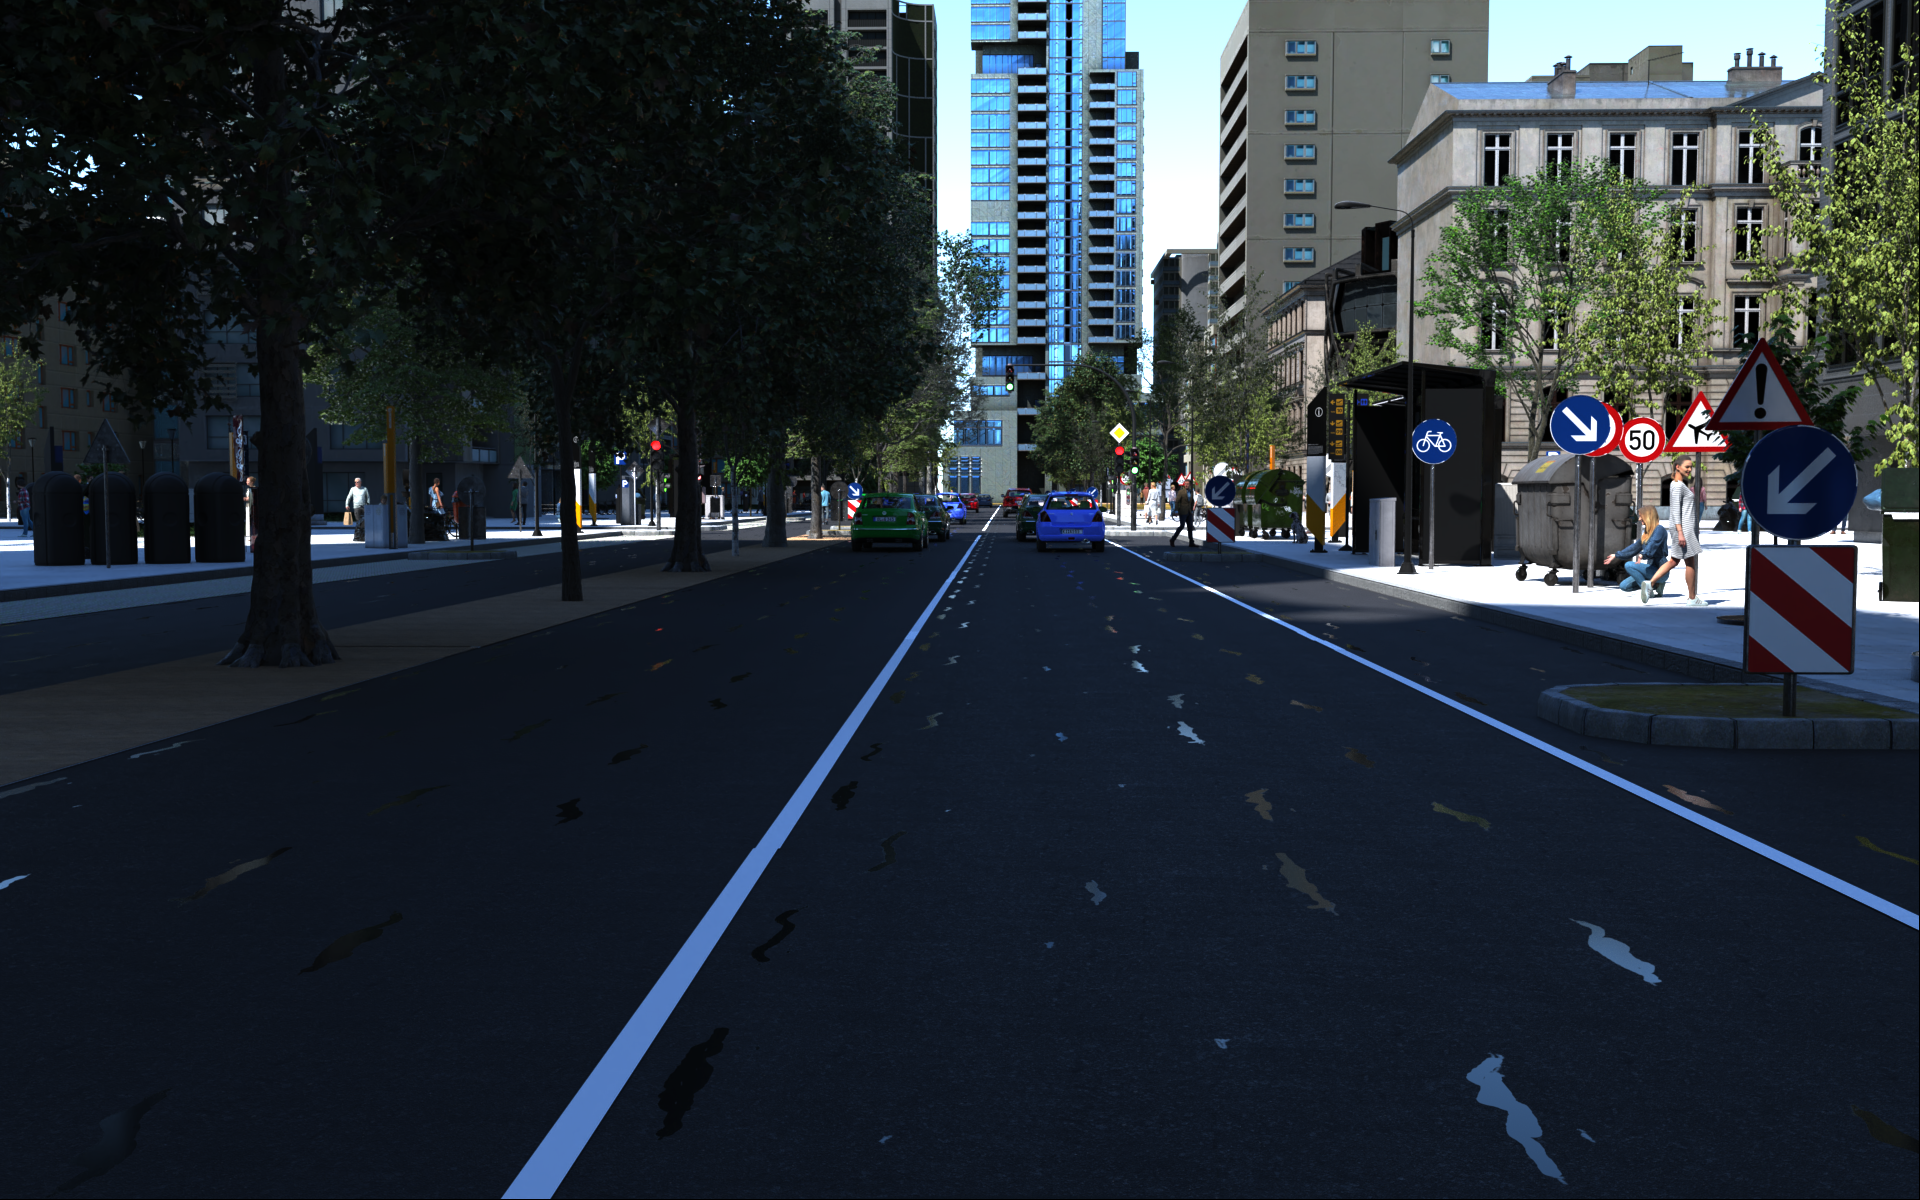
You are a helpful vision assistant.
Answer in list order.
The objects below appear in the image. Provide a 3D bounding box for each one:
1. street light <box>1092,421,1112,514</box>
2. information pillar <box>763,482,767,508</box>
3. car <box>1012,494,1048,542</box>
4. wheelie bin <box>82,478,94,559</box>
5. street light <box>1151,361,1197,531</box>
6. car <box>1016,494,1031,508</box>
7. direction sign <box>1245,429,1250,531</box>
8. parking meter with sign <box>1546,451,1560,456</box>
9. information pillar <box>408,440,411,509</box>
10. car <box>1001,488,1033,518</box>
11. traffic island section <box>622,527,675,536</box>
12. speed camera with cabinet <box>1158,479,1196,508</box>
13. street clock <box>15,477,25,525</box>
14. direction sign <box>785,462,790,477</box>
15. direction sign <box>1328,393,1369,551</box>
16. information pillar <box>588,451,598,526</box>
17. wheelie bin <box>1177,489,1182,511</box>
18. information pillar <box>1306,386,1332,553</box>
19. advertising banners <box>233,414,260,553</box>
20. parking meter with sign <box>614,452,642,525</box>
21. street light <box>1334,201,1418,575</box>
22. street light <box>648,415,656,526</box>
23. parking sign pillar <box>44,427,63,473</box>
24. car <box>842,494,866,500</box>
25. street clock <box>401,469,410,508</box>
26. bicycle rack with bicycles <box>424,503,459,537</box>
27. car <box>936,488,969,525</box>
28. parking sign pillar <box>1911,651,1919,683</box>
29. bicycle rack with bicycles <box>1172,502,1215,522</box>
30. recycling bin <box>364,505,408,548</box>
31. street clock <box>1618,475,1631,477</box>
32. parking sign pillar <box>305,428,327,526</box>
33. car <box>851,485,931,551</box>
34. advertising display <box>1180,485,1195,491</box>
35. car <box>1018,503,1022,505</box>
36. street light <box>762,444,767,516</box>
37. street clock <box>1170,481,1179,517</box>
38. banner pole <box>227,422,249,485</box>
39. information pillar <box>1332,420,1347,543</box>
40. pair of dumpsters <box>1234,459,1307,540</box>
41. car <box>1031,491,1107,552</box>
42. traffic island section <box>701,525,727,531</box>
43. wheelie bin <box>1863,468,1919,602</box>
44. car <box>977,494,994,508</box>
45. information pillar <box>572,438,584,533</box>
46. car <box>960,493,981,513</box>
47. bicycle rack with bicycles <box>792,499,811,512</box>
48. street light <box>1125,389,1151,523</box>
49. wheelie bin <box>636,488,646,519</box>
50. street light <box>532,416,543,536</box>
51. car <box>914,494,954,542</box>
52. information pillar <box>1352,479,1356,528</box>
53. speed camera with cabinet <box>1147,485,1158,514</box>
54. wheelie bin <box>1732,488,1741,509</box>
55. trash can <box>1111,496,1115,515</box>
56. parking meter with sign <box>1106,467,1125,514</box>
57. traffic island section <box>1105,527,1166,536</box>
[{"bbox_3d":[9.051,-8.396,109.819,1.470,5.913,1.316,0,4,2],"label":"street light"},{"bbox_3d":[-12.990,-7.623,115.991,0.504,3.616,0.183,-3,4,-38],"label":"information pillar"},{"bbox_3d":[2.674,-2.565,53.731,2.131,1.459,4.920,0,4,1],"label":"car"},{"bbox_3d":[-17.194,-1.625,34.472,0.693,1.594,0.980,-1,4,-20],"label":"wheelie bin"},{"bbox_3d":[7.554,-5.374,60.408,1.470,5.913,1.316,0,4,2],"label":"street light"},{"bbox_3d":[4.141,-5.278,96.522,2.015,1.641,3.980,0,4,1],"label":"car"},{"bbox_3d":[10.035,-4.191,60.528,0.379,3.537,0.876,0,4,4],"label":"direction sign"},{"bbox_3d":[24.485,-4.589,71.293,0.543,3.016,1.738,2,4,25],"label":"parking meter with sign"},{"bbox_3d":[-19.557,-4.333,62.197,0.504,3.616,0.183,1,4,9],"label":"information pillar"},{"bbox_3d":[3.676,-6.037,107.376,2.281,1.827,5.304,0,4,1],"label":"car"},{"bbox_3d":[-10.646,-2.374,61.093,2.009,0.180,2.903,0,4,2],"label":"traffic island section"},{"bbox_3d":[13.161,-6.741,104.544,2.038,3.252,0.660,0,4,-2],"label":"speed camera with cabinet"},{"bbox_3d":[-38.815,-4.097,71.548,0.471,2.002,0.358,3,5,44],"label":"street clock"},{"bbox_3d":[-12.310,-7.885,120.921,0.876,3.537,0.379,-1,4,-19],"label":"direction sign"},{"bbox_3d":[8.759,-2.881,39.105,0.876,3.537,0.379,1,4,9],"label":"direction sign"},{"bbox_3d":[-14.742,-4.779,69.485,0.183,3.616,0.504,-3,4,-38],"label":"information pillar"},{"bbox_3d":[13.127,-5.764,102.156,0.693,1.594,0.980,-1,4,-14],"label":"wheelie bin"},{"bbox_3d":[7.806,-2.846,37.891,0.183,3.616,0.504,-3,4,-38],"label":"information pillar"},{"bbox_3d":[-15.326,-2.535,37.628,2.074,3.025,0.090,3,5,45],"label":"advertising banners"},{"bbox_3d":[-13.711,-4.614,71.696,0.543,3.016,1.738,1,4,11],"label":"parking meter with sign"},{"bbox_3d":[6.633,-3.368,27.605,1.470,5.913,1.316,0,4,2],"label":"street light"},{"bbox_3d":[-11.769,-5.901,69.019,1.470,5.913,1.316,0,4,2],"label":"street light"},{"bbox_3d":[-36.539,-4.976,69.830,1.447,3.967,1.447,-3,4,-38],"label":"parking sign pillar"},{"bbox_3d":[-5.825,-5.356,96.360,1.959,1.807,4.718,0,4,3],"label":"car"},{"bbox_3d":[-16.118,-2.811,50.524,0.358,2.002,0.471,-1,4,-20],"label":"street clock"},{"bbox_3d":[-15.817,-2.383,52.349,2.925,0.926,2.852,3,4,38],"label":"bicycle rack with bicycles"},{"bbox_3d":[-0.571,-4.473,82.717,1.945,1.707,3.694,0,4,3],"label":"car"},{"bbox_3d":[7.225,-1.411,11.542,1.447,3.967,1.447,-1,4,-19],"label":"parking sign pillar"},{"bbox_3d":[11.215,-4.072,79.958,2.925,0.926,2.852,0,4,-6],"label":"bicycle rack with bicycles"},{"bbox_3d":[-13.674,-1.756,41.263,0.722,1.027,0.722,2,4,32],"label":"recycling bin"},{"bbox_3d":[23.293,-3.436,60.746,0.358,2.002,0.471,-1,4,-19],"label":"street clock"},{"bbox_3d":[-26.782,-5.053,71.090,1.447,3.967,1.447,2,4,26],"label":"parking sign pillar"},{"bbox_3d":[-1.770,-2.195,44.680,1.959,1.807,4.718,0,4,2],"label":"car"},{"bbox_3d":[14.022,-6.211,106.760,0.974,1.923,0.123,2,4,31],"label":"advertising display"},{"bbox_3d":[3.864,-4.396,84.236,2.083,1.381,4.827,0,4,1],"label":"car"},{"bbox_3d":[-10.911,-7.907,101.824,1.470,5.913,1.316,0,4,2],"label":"street light"},{"bbox_3d":[12.250,-5.771,98.922,0.471,2.002,0.358,0,4,-1],"label":"street clock"},{"bbox_3d":[-25.157,-4.299,60.304,0.863,3.779,0.401,0,4,-5],"label":"banner pole"},{"bbox_3d":[9.972,-3.322,45.676,0.504,3.616,0.183,-2,4,-33],"label":"information pillar"},{"bbox_3d":[9.004,-2.924,50.304,1.574,2.255,4.437,0,4,2],"label":"pair of dumpsters"},{"bbox_3d":[2.793,-2.115,44.172,1.945,1.707,3.694,0,4,2],"label":"car"},{"bbox_3d":[-10.423,-2.862,69.075,2.009,0.180,2.903,0,4,2],"label":"traffic island section"},{"bbox_3d":[11.366,-0.787,20.774,0.980,1.594,0.693,2,4,27],"label":"wheelie bin"},{"bbox_3d":[2.535,-10.428,182.491,2.014,1.417,4.499,0,4,2],"label":"car"},{"bbox_3d":[-12.645,-4.014,56.990,0.504,3.616,0.183,2,4,31],"label":"information pillar"},{"bbox_3d":[0.543,-7.551,132.496,2.155,1.783,4.494,0,4,0],"label":"car"},{"bbox_3d":[-12.063,-6.717,123.199,2.925,0.926,2.852,-3,5,-41],"label":"bicycle rack with bicycles"},{"bbox_3d":[7.904,-6.390,77.022,1.470,5.913,1.316,0,4,2],"label":"street light"},{"bbox_3d":[-16.323,-4.899,88.013,0.693,1.594,0.980,-1,4,-17],"label":"wheelie bin"},{"bbox_3d":[-12.289,-4.882,52.368,1.470,5.913,1.316,0,4,2],"label":"street light"},{"bbox_3d":[-1.274,-2.554,53.552,2.131,1.459,4.920,0,4,2],"label":"car"},{"bbox_3d":[12.478,-3.045,54.286,0.304,2.012,0.304,2,4,28],"label":"information pillar"},{"bbox_3d":[12.629,-7.139,111.057,0.660,3.252,2.038,2,4,35],"label":"speed camera with cabinet"},{"bbox_3d":[32.377,-3.897,71.630,0.693,1.594,0.980,-2,4,-27],"label":"wheelie bin"},{"bbox_3d":[9.704,-5.819,106.792,0.748,1.137,0.748,0,3,0],"label":"trash can"},{"bbox_3d":[10.368,-7.104,112.407,1.738,3.016,0.543,1,4,15],"label":"parking meter with sign"},{"bbox_3d":[6.089,-2.345,60.624,2.009,0.180,2.903,0,4,2],"label":"traffic island section"}]
